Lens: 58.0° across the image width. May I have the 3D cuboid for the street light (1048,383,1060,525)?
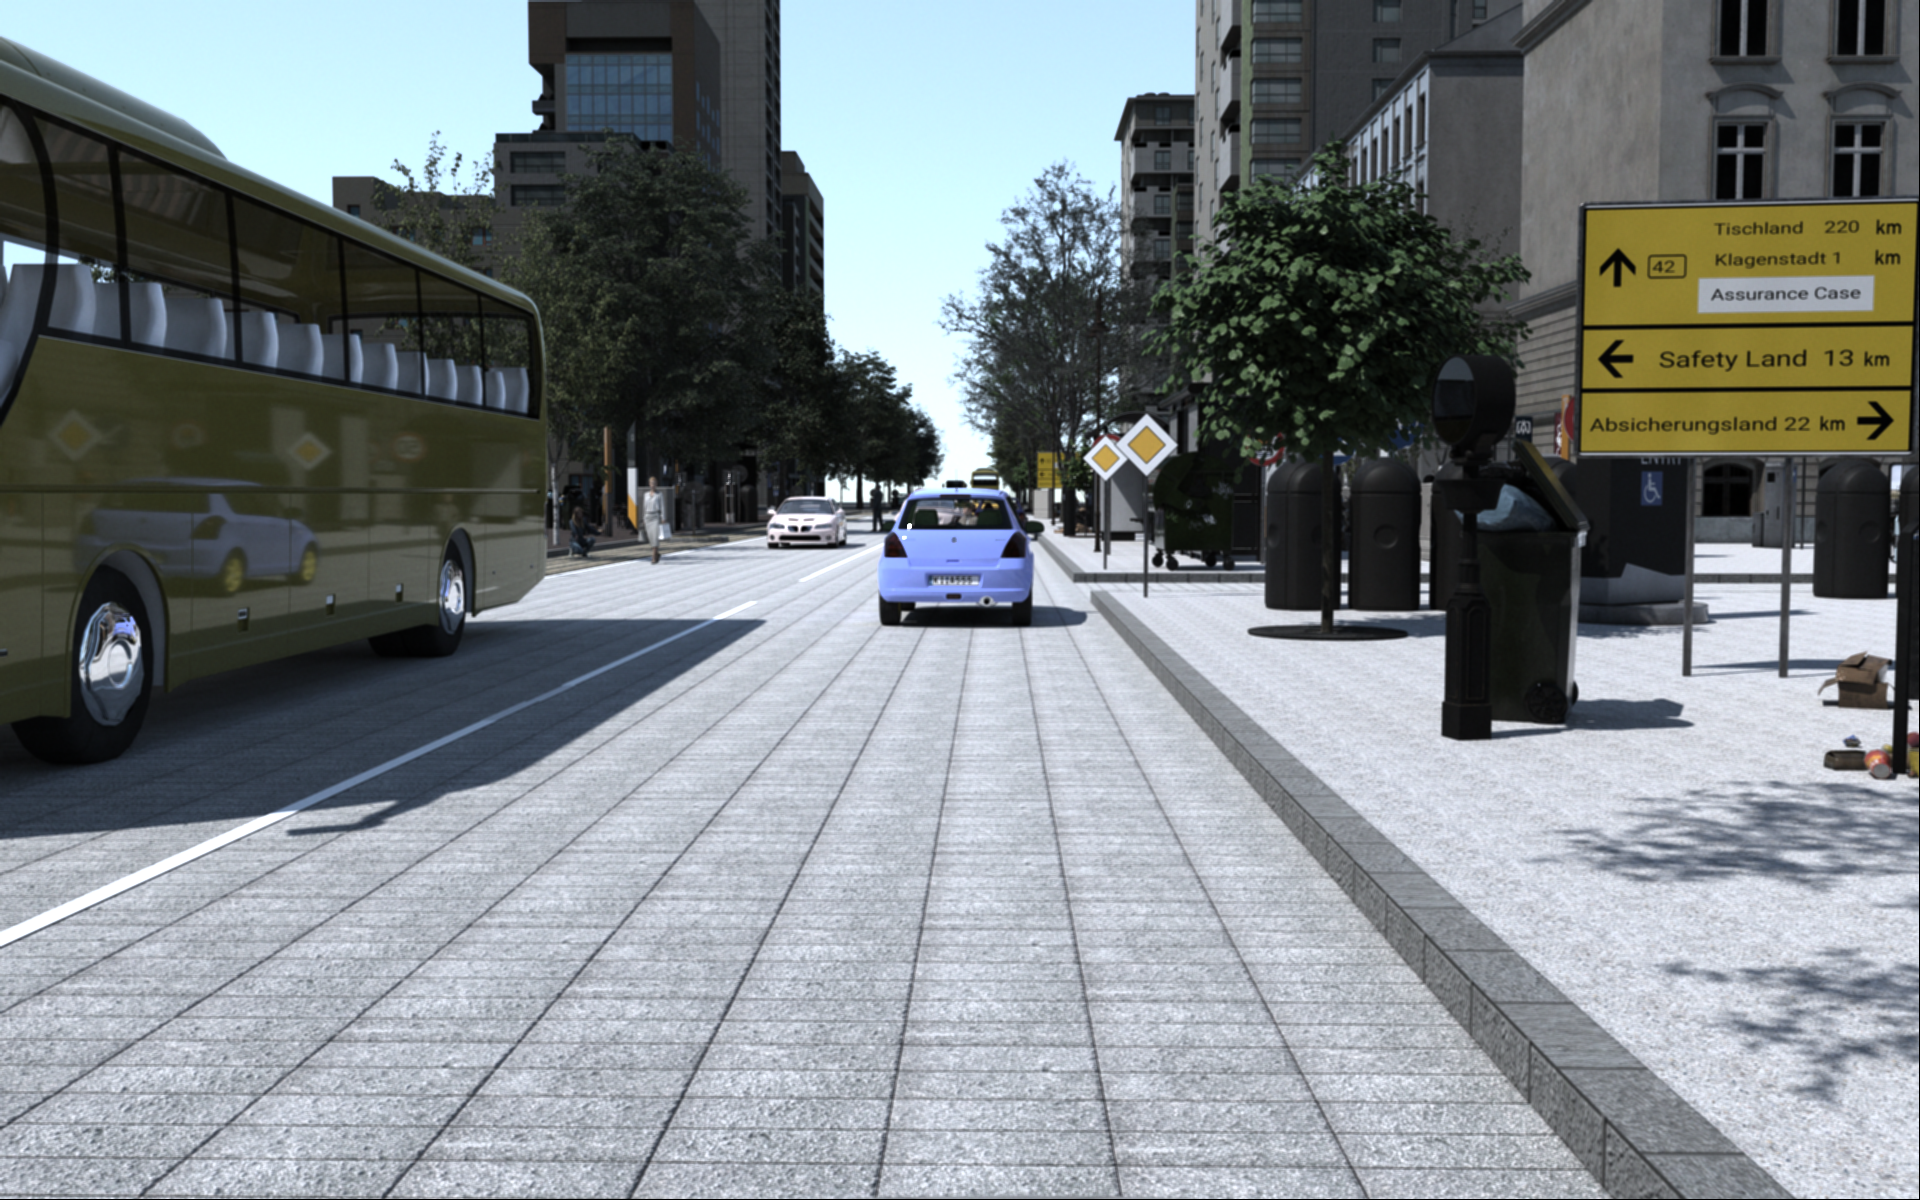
[{"bbox_3d":[3.829,-5.995,70.802,0.468,5.910,1.993,0,4,1],"label":"street light"}]

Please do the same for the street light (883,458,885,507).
[{"bbox_3d":[-7.544,-12.181,171.954,0.468,5.910,1.993,0,4,1],"label":"street light"}]

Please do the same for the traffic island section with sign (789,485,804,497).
[{"bbox_3d":[-7.424,-4.290,78.771,1.989,1.847,2.006,0,4,1],"label":"traffic island section with sign"}]

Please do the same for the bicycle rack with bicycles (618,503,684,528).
[{"bbox_3d":[-12.032,-3.238,66.331,2.852,0.926,2.925,2,4,29],"label":"bicycle rack with bicycles"}]

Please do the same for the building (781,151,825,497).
[{"bbox_3d":[-31.066,-38.170,247.785,21.300,48.544,21.600,0,4,1],"label":"building"}]

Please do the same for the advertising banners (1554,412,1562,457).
[{"bbox_3d":[12.683,-2.542,37.743,0.090,3.025,2.074,-1,4,-8],"label":"advertising banners"}]

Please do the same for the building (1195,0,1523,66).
[{"bbox_3d":[33.475,-33.533,137.506,28.713,52.752,27.495,0,4,1],"label":"building"}]

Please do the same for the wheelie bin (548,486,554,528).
[{"bbox_3d":[-15.219,-3.482,64.833,0.693,1.594,0.980,-1,4,-23],"label":"wheelie bin"}]

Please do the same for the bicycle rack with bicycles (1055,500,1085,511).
[{"bbox_3d":[6.795,-5.523,103.687,2.925,0.926,2.852,1,4,15],"label":"bicycle rack with bicycles"}]

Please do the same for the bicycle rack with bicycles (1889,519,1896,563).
[{"bbox_3d":[18.293,-1.208,33.134,2.852,0.926,2.925,0,4,-2],"label":"bicycle rack with bicycles"}]

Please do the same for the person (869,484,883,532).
[{"bbox_3d":[-3.196,-3.495,65.816,0.590,1.801,0.661,1,4,18],"label":"person"}]

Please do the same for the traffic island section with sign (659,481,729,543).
[{"bbox_3d":[-7.987,-2.642,51.821,1.989,1.847,2.006,0,4,1],"label":"traffic island section with sign"}]

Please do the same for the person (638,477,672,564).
[{"bbox_3d":[-6.254,-1.638,35.630,0.694,1.780,0.624,2,4,31],"label":"person"}]

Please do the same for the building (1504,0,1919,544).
[{"bbox_3d":[34.862,-14.059,48.955,34.723,24.649,14.460,0,4,1],"label":"building"}]

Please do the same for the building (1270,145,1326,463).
[{"bbox_3d":[22.922,-15.048,95.187,9.793,20.994,18.267,0,4,1],"label":"building"}]

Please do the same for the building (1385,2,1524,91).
[{"bbox_3d":[23.132,-13.932,76.946,9.793,20.994,18.267,0,4,1],"label":"building"}]

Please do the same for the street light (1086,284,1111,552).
[{"bbox_3d":[3.059,-4.008,38.318,0.468,5.910,1.993,0,4,1],"label":"street light"}]

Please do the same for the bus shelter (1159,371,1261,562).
[{"bbox_3d":[5.450,-3.618,36.792,2.179,5.291,8.768,0,4,1],"label":"bus shelter"}]

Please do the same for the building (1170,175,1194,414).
[{"bbox_3d":[26.179,-23.694,159.104,14.160,30.474,14.107,0,4,1],"label":"building"}]

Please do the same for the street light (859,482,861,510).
[{"bbox_3d":[-8.053,-10.194,139.464,0.468,5.910,1.993,0,4,1],"label":"street light"}]

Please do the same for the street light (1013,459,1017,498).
[{"bbox_3d":[6.012,-12.716,180.697,0.468,5.910,1.993,0,4,1],"label":"street light"}]

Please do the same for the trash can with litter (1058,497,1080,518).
[{"bbox_3d":[5.591,-4.736,88.816,1.055,1.170,0.624,-3,4,-37],"label":"trash can with litter"}]

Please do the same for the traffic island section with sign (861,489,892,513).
[{"bbox_3d":[-6.367,-7.409,129.770,1.989,1.847,2.006,0,4,1],"label":"traffic island section with sign"}]

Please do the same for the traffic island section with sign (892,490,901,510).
[{"bbox_3d":[-5.808,-9.058,156.720,1.989,1.847,2.006,0,4,1],"label":"traffic island section with sign"}]

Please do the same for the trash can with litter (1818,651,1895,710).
[{"bbox_3d":[5.688,0.069,10.261,1.055,1.170,0.624,2,4,26],"label":"trash can with litter"}]

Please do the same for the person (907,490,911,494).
[{"bbox_3d":[-5.126,-10.209,175.423,1.348,1.823,0.705,0,4,0],"label":"person"}]

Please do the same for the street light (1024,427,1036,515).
[{"bbox_3d":[4.705,-8.730,115.518,0.468,5.910,1.993,0,4,1],"label":"street light"}]

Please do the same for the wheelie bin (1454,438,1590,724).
[{"bbox_3d":[3.212,-0.124,9.929,0.693,1.594,0.980,2,4,25],"label":"wheelie bin"}]

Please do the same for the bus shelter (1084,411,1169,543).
[{"bbox_3d":[4.345,-3.114,44.830,2.014,3.302,5.546,0,4,1],"label":"bus shelter"}]

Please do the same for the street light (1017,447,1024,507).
[{"bbox_3d":[5.360,-10.717,148.005,0.468,5.910,1.993,0,4,1],"label":"street light"}]

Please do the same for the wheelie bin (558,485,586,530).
[{"bbox_3d":[-13.830,-3.310,62.021,0.980,1.594,0.693,-3,5,-41],"label":"wheelie bin"}]

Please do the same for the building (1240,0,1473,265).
[{"bbox_3d":[25.779,-26.524,117.262,14.154,41.232,14.086,0,4,1],"label":"building"}]

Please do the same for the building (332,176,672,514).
[{"bbox_3d":[-36.487,-16.814,119.951,27.650,21.520,28.899,0,4,1],"label":"building"}]

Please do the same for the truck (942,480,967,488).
[{"bbox_3d":[-0.627,-15.376,247.327,3.469,3.379,9.791,0,4,2],"label":"truck"}]

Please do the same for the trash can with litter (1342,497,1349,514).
[{"bbox_3d":[10.679,-2.330,49.159,1.678,1.210,2.233,-2,4,-30],"label":"trash can with litter"}]

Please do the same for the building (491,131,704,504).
[{"bbox_3d":[-29.183,-22.623,141.592,14.160,30.474,14.107,0,4,1],"label":"building"}]

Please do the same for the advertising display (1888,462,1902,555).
[{"bbox_3d":[19.383,-1.833,35.178,0.974,1.923,0.123,1,4,21],"label":"advertising display"}]

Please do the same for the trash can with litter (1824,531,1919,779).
[{"bbox_3d":[4.940,0.183,8.060,2.233,1.210,1.678,-1,4,-23],"label":"trash can with litter"}]

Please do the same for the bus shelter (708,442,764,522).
[{"bbox_3d":[-10.465,-5.508,81.343,1.731,3.624,6.357,0,4,1],"label":"bus shelter"}]

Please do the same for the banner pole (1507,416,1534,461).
[{"bbox_3d":[15.822,-3.620,49.202,0.863,3.779,0.401,1,4,15],"label":"banner pole"}]

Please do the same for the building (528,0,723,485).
[{"bbox_3d":[-29.419,-30.937,155.922,14.600,45.320,14.200,0,4,1],"label":"building"}]

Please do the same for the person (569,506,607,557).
[{"bbox_3d":[-8.468,-1.540,39.172,0.738,1.151,1.012,3,5,44],"label":"person"}]
